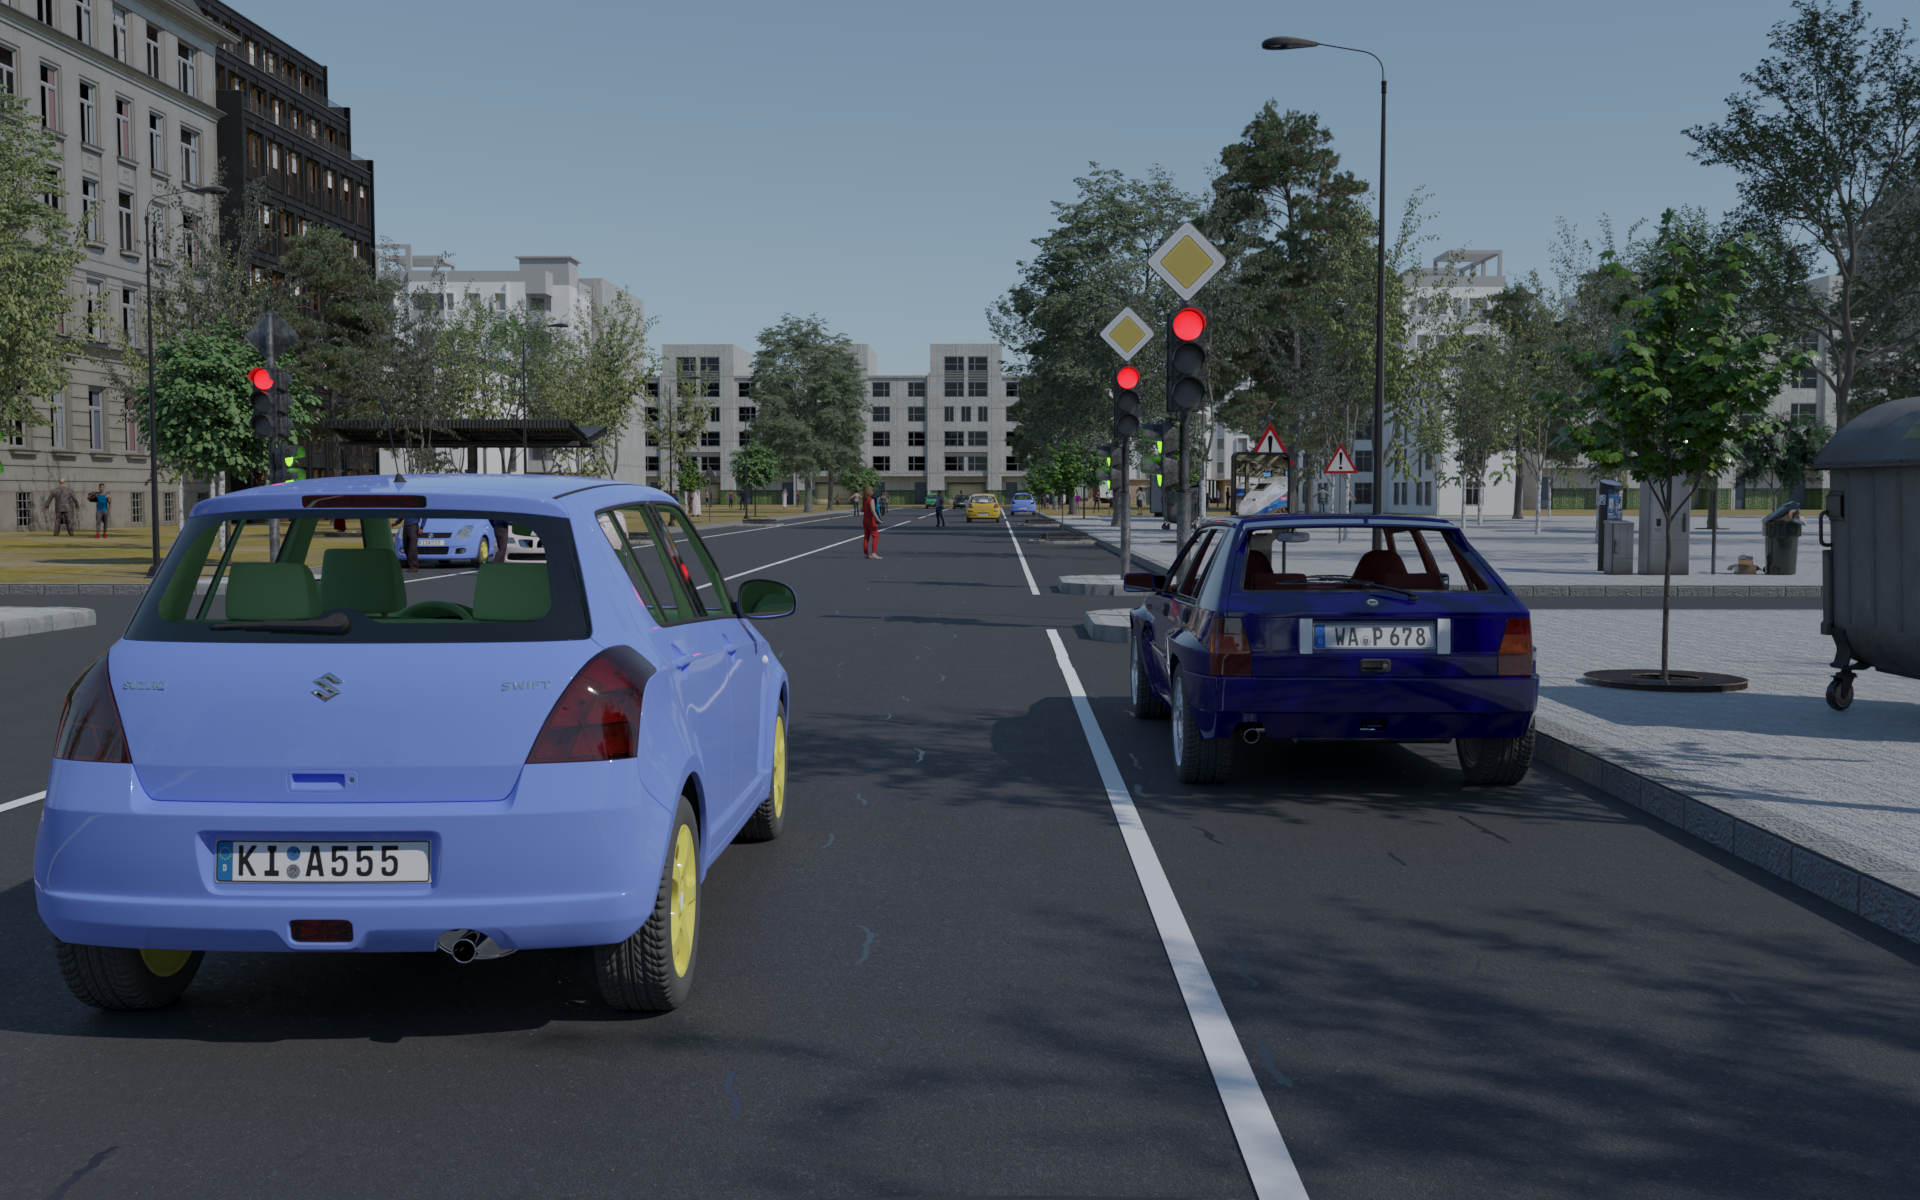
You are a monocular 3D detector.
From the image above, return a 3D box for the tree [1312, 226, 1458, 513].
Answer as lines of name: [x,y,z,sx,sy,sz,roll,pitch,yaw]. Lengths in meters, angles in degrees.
tree: [10.538,-5.960,47.811,4.360,8.622,3.978,0,3,0]

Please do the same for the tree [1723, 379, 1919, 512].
tree: [51.554,-7.881,91.753,20.602,7.101,11.467,1,4,17]

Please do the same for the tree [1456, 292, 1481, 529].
tree: [18.847,-6.934,63.734,4.360,8.622,3.978,0,3,0]

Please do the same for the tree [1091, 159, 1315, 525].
tree: [5.031,-5.324,37.407,4.360,8.622,3.978,0,3,0]

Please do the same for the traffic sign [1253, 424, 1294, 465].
traffic sign: [5.744,-1.965,32.136,0.884,2.594,0.081,0,4,5]

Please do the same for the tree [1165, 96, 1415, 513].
tree: [10.805,-9.046,55.331,7.806,13.903,7.818,0,3,0]

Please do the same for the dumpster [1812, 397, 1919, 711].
dumpster: [5.704,-0.229,9.497,1.264,1.857,1.865,0,4,1]

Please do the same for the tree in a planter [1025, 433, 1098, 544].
tree in a planter: [2.996,-3.255,50.440,1.991,3.239,1.994,0,4,1]

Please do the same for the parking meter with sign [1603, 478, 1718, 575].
parking meter with sign: [11.170,-1.909,27.476,1.738,3.016,0.543,0,4,-1]

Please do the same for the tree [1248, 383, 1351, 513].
tree: [19.387,-10.334,94.712,9.928,11.665,9.643,0,3,0]

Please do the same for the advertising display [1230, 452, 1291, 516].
advertising display: [4.598,-1.303,26.516,0.974,1.923,0.123,-1,4,-20]

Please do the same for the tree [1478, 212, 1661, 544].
tree: [16.319,-5.766,44.644,4.360,8.622,3.978,0,3,0]

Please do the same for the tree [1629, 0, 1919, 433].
tree: [16.199,-5.977,32.140,7.601,10.594,8.767,1,4,9]

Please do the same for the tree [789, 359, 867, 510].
tree: [-10.179,-13.088,136.041,6.751,12.117,7.091,0,3,0]

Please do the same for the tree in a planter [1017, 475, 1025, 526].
tree in a planter: [3.552,-4.902,77.378,1.991,3.239,1.994,0,4,1]

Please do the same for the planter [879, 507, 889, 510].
planter: [-7.391,-8.178,154.853,1.991,0.319,1.994,0,4,1]

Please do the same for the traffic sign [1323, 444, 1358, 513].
traffic sign: [9.834,-2.739,44.791,0.884,2.594,0.081,0,4,7]

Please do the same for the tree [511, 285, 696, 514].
tree: [-12.337,-6.731,60.410,4.737,8.622,4.395,0,3,0]

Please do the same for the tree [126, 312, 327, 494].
tree: [-13.257,-2.910,31.293,4.285,4.588,4.351,0,3,0]

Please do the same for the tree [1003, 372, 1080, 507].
tree: [8.494,-15.822,166.105,7.806,13.903,7.818,0,3,0]

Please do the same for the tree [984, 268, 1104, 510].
tree: [9.042,-17.337,139.345,12.611,20.169,13.585,0,3,0]

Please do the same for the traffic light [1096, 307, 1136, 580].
traffic light: [2.450,-2.234,25.764,0.839,4.213,0.868,0,4,1]

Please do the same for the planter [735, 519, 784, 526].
planter: [-8.960,-3.460,77.713,1.991,0.319,1.994,0,4,1]

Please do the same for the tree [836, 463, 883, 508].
tree: [-9.508,-11.775,176.237,4.285,4.588,4.351,0,3,0]

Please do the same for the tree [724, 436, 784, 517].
tree: [-11.648,-6.972,97.702,4.285,4.588,4.351,0,3,0]

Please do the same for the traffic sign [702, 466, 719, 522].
traffic sign: [-11.580,-4.897,80.075,0.884,2.594,0.081,0,4,5]

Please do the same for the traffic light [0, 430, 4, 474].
traffic light: [-10.472,-1.760,18.025,0.839,4.213,0.868,0,4,1]

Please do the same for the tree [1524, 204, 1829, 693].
tree: [4.778,-1.048,11.734,1.663,3.219,1.824,0,3,0]

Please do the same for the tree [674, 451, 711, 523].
tree: [-12.111,-5.129,78.460,1.663,3.219,1.824,0,3,0]

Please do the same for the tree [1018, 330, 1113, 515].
tree: [6.994,-11.356,107.732,6.751,12.117,7.091,0,3,0]

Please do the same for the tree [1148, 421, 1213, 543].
tree: [5.661,-3.126,45.705,1.663,3.219,1.824,0,3,0]

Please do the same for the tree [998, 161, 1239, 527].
tree: [6.366,-9.846,67.641,9.857,13.997,8.962,0,3,0]

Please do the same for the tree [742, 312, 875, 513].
tree: [-10.593,-13.032,119.735,9.857,13.997,8.962,0,3,0]

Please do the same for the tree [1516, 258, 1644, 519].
tree: [30.258,-9.638,79.634,6.751,12.117,7.091,0,3,0]

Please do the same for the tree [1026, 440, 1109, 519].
tree: [6.453,-6.438,88.975,4.285,4.588,4.351,0,3,0]

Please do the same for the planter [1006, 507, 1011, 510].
planter: [5.139,-8.195,155.120,1.991,0.319,1.994,0,4,1]

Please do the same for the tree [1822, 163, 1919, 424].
tree: [30.190,-8.051,53.692,6.751,12.117,7.091,0,3,0]

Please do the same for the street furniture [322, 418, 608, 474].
street furniture: [-15.282,-3.805,54.312,7.346,3.524,5.398,0,4,1]

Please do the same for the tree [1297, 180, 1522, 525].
tree: [10.229,-5.559,41.246,4.737,8.622,4.395,0,3,0]

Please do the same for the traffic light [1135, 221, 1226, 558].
traffic light: [2.286,-1.745,17.780,0.839,4.213,0.868,0,4,1]

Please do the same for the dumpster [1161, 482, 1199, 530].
dumpster: [7.872,-3.433,61.890,1.264,1.857,1.865,0,4,1]

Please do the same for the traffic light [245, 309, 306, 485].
traffic light: [-10.309,-2.249,26.009,0.839,4.213,0.868,0,4,1]
